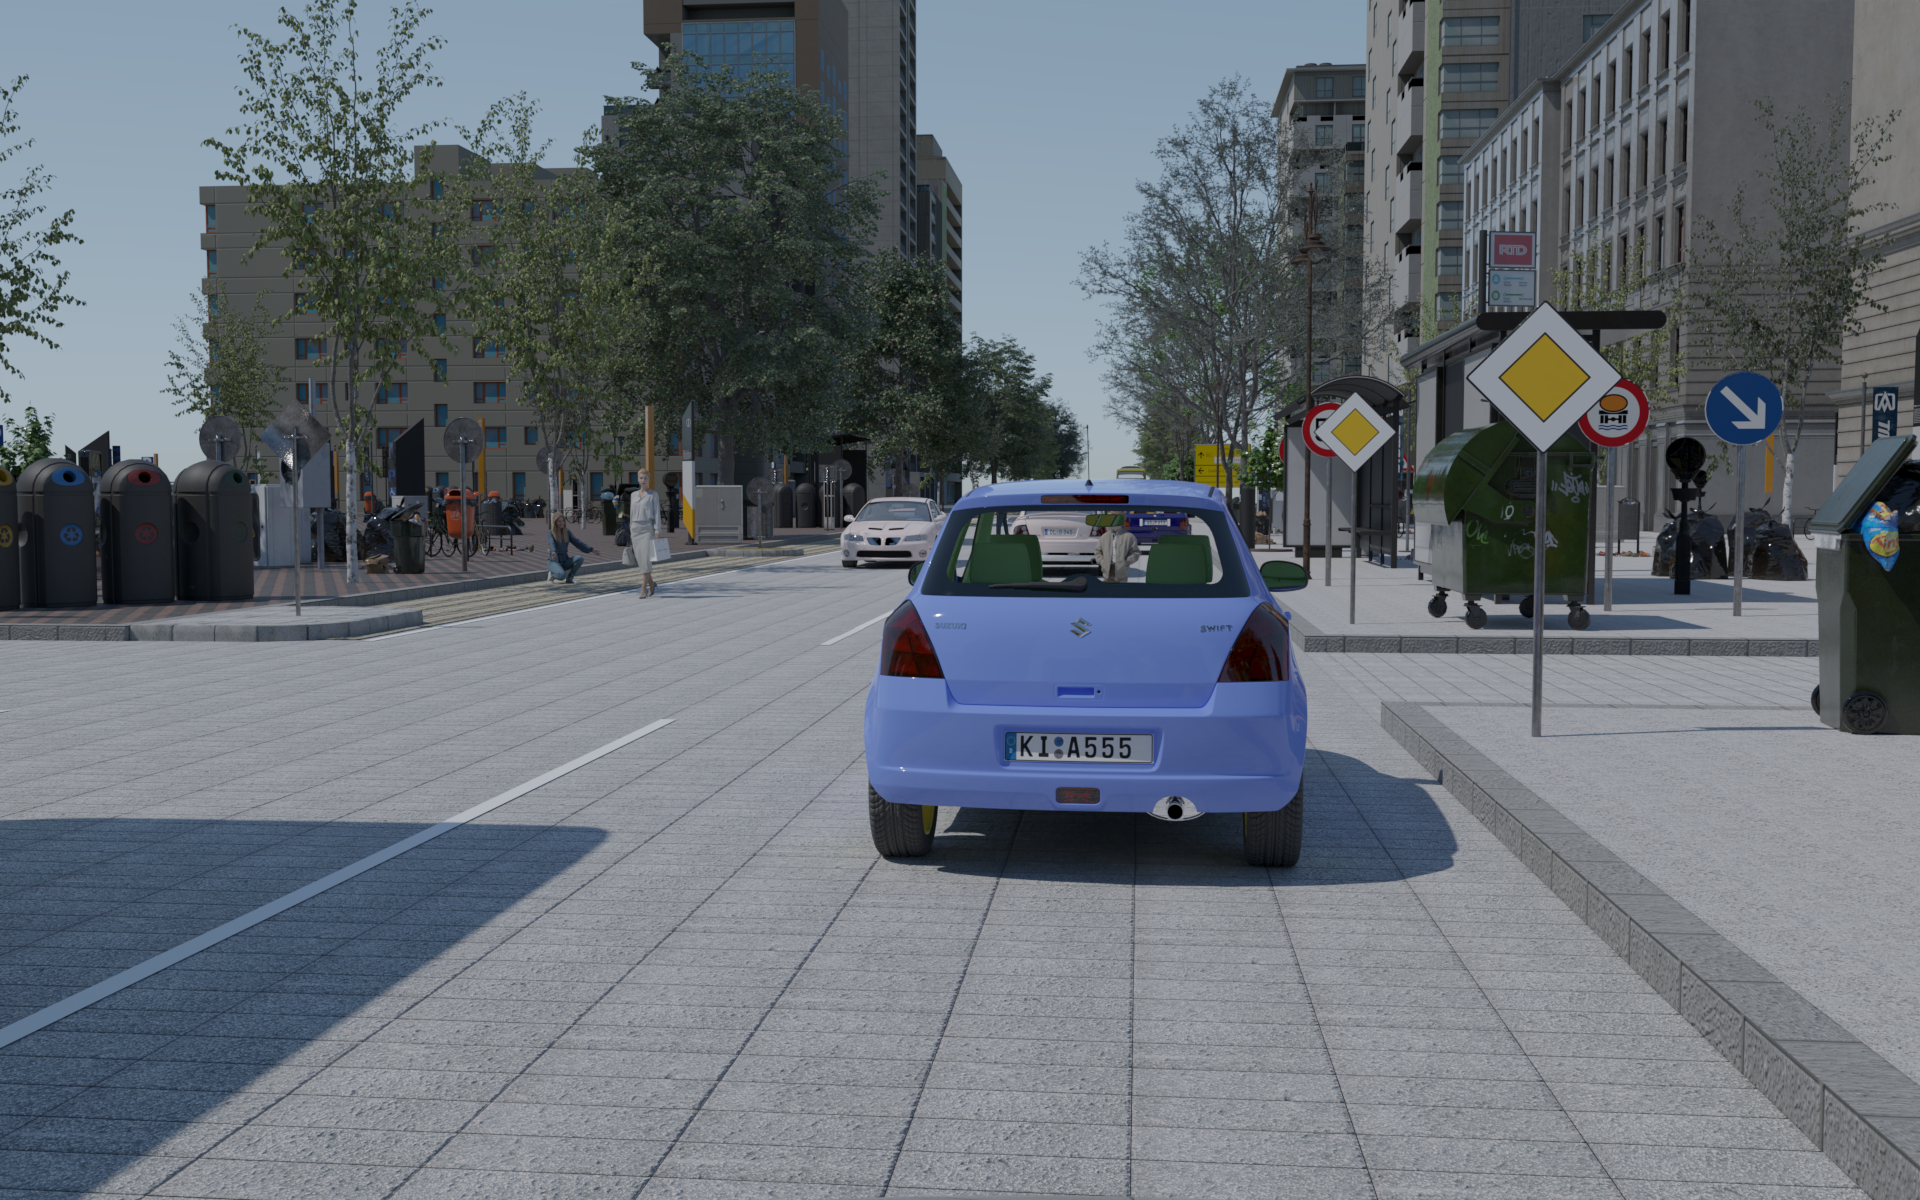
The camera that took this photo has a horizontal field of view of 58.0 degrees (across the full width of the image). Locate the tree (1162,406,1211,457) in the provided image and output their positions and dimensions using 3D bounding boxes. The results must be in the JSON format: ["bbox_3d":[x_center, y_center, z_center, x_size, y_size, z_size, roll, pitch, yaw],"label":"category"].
[{"bbox_3d":[18.809,-11.862,144.313,4.737,8.622,4.395,0,3,0],"label":"tree"}]

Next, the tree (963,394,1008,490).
[{"bbox_3d":[1.151,-10.479,121.701,4.360,8.622,3.978,0,3,0],"label":"tree"}]

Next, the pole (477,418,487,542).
[{"bbox_3d":[-12.798,-3.214,46.392,0.158,3.312,0.155,0,3,0],"label":"pole"}]

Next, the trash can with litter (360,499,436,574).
[{"bbox_3d":[-9.113,-1.008,27.875,1.055,1.170,0.624,0,4,-1],"label":"trash can with litter"}]

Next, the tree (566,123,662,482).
[{"bbox_3d":[-7.517,-4.989,31.934,4.737,8.622,4.395,0,3,0],"label":"tree"}]

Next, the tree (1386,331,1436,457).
[{"bbox_3d":[21.078,-7.753,77.126,4.360,8.622,3.978,0,3,0],"label":"tree"}]

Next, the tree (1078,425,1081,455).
[{"bbox_3d":[12.138,-19.952,232.876,9.857,13.997,8.962,0,3,0],"label":"tree"}]

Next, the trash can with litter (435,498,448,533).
[{"bbox_3d":[-16.455,-2.722,55.884,1.055,1.170,0.624,1,4,18],"label":"trash can with litter"}]

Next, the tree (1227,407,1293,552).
[{"bbox_3d":[6.930,-2.703,38.795,1.663,3.219,1.824,0,3,0],"label":"tree"}]

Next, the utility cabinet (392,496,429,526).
[{"bbox_3d":[-17.707,-2.739,55.949,1.020,1.237,0.306,-1,4,-18],"label":"utility cabinet"}]

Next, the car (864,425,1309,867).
[{"bbox_3d":[0.656,0.095,8.042,1.945,1.707,3.694,0,4,7],"label":"car"}]

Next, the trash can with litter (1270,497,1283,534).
[{"bbox_3d":[10.266,-2.773,56.390,1.678,1.210,2.233,2,4,27],"label":"trash can with litter"}]

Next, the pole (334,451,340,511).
[{"bbox_3d":[-29.721,-5.429,82.609,0.158,3.312,0.155,0,3,0],"label":"pole"}]

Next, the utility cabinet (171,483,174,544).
[{"bbox_3d":[-15.641,-1.611,35.023,0.318,1.500,1.173,1,4,16],"label":"utility cabinet"}]

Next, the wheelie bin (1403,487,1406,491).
[{"bbox_3d":[20.843,-4.478,81.127,0.693,1.594,0.980,1,4,15],"label":"wheelie bin"}]

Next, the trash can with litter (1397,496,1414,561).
[{"bbox_3d":[9.680,-1.400,33.944,2.233,1.210,1.678,1,4,13],"label":"trash can with litter"}]

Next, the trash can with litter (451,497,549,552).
[{"bbox_3d":[-10.240,-1.701,38.865,2.233,1.210,1.678,1,4,19],"label":"trash can with litter"}]

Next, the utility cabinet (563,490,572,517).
[{"bbox_3d":[-21.503,-5.303,95.389,1.173,1.500,0.318,3,5,41],"label":"utility cabinet"}]

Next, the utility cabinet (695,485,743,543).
[{"bbox_3d":[-6.187,-2.190,44.478,1.173,1.500,0.318,0,4,1],"label":"utility cabinet"}]

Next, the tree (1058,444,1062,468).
[{"bbox_3d":[6.869,-16.295,184.548,7.486,12.596,7.792,0,3,0],"label":"tree"}]

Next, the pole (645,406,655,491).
[{"bbox_3d":[-7.204,-2.840,40.284,0.158,3.312,0.155,0,3,0],"label":"pole"}]

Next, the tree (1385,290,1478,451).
[{"bbox_3d":[17.261,-6.811,61.721,4.737,8.622,4.395,0,3,0],"label":"tree"}]

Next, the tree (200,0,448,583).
[{"bbox_3d":[-8.573,-4.558,24.890,4.737,8.622,4.395,0,3,0],"label":"tree"}]

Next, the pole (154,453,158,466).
[{"bbox_3d":[-40.331,-5.695,86.960,0.158,3.312,0.155,0,3,0],"label":"pole"}]

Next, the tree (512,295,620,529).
[{"bbox_3d":[-14.045,-6.907,63.289,4.360,8.622,3.978,0,3,0],"label":"tree"}]

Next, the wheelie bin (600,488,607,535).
[{"bbox_3d":[-10.826,-2.806,53.779,0.693,1.594,0.980,-1,4,-18],"label":"wheelie bin"}]

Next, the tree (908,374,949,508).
[{"bbox_3d":[-1.479,-9.265,101.839,4.737,8.622,4.395,0,3,0],"label":"tree"}]

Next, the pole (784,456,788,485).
[{"bbox_3d":[-9.213,-5.998,91.916,0.158,3.312,0.155,0,3,0],"label":"pole"}]

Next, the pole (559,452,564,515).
[{"bbox_3d":[-19.136,-5.458,83.086,0.158,3.312,0.155,0,3,0],"label":"pole"}]

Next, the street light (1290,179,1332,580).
[{"bbox_3d":[5.204,-3.245,25.847,0.468,5.910,1.993,0,4,6],"label":"street light"}]

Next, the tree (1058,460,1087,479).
[{"bbox_3d":[14.712,-19.447,252.366,8.767,10.594,7.601,-2,4,-29],"label":"tree"}]

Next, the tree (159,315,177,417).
[{"bbox_3d":[-24.339,-6.585,58.028,4.737,8.622,4.395,0,3,0],"label":"tree"}]

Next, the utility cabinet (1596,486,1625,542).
[{"bbox_3d":[16.856,-2.255,45.549,1.173,1.500,0.318,0,4,-4],"label":"utility cabinet"}]

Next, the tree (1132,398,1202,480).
[{"bbox_3d":[23.931,-16.928,193.781,9.611,12.733,9.660,0,3,0],"label":"tree"}]

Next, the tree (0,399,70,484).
[{"bbox_3d":[-18.529,-2.459,34.804,1.663,3.219,1.824,0,3,0],"label":"tree"}]

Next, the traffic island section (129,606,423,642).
[{"bbox_3d":[-6.989,0.247,18.239,2.009,0.180,2.903,0,4,6],"label":"traffic island section"}]

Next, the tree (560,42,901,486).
[{"bbox_3d":[-6.703,-8.775,50.120,9.857,13.997,8.962,0,3,0],"label":"tree"}]

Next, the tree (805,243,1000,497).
[{"bbox_3d":[-2.702,-9.917,79.155,9.611,12.733,9.660,0,3,0],"label":"tree"}]

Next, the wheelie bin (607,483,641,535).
[{"bbox_3d":[-9.675,-2.627,50.862,0.980,1.594,0.693,-3,4,-36],"label":"wheelie bin"}]

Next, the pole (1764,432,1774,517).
[{"bbox_3d":[18.710,-2.826,40.054,0.158,3.312,0.155,0,3,0],"label":"pole"}]

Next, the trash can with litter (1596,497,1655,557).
[{"bbox_3d":[13.684,-1.527,36.022,1.678,1.210,2.233,-2,4,-26],"label":"trash can with litter"}]

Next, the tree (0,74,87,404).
[{"bbox_3d":[-16.811,-4.785,28.592,4.737,8.622,4.395,0,3,0],"label":"tree"}]

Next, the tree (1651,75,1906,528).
[{"bbox_3d":[14.935,-4.951,31.307,4.360,8.622,3.978,0,3,0],"label":"tree"}]

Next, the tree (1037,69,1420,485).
[{"bbox_3d":[8.340,-8.616,51.239,12.009,13.543,11.850,0,3,0],"label":"tree"}]

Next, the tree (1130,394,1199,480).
[{"bbox_3d":[21.195,-15.917,178.377,7.486,12.596,7.792,0,3,0],"label":"tree"}]

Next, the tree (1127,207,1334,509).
[{"bbox_3d":[9.916,-8.466,64.167,9.928,11.665,9.643,0,3,0],"label":"tree"}]

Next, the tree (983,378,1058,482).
[{"bbox_3d":[5.183,-15.236,167.234,7.486,12.596,7.792,0,3,0],"label":"tree"}]

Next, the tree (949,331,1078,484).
[{"bbox_3d":[2.810,-14.028,136.017,9.857,13.997,8.962,0,3,0],"label":"tree"}]

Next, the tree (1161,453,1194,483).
[{"bbox_3d":[15.887,-8.441,121.719,4.285,4.588,4.351,0,3,0],"label":"tree"}]

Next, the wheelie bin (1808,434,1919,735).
[{"bbox_3d":[5.063,-0.095,9.458,0.693,1.594,0.980,1,4,12],"label":"wheelie bin"}]

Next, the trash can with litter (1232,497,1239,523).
[{"bbox_3d":[11.897,-3.950,75.964,1.055,1.170,0.624,-2,4,-32],"label":"trash can with litter"}]

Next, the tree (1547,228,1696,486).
[{"bbox_3d":[18.278,-6.025,48.874,4.737,8.622,4.395,0,3,0],"label":"tree"}]
